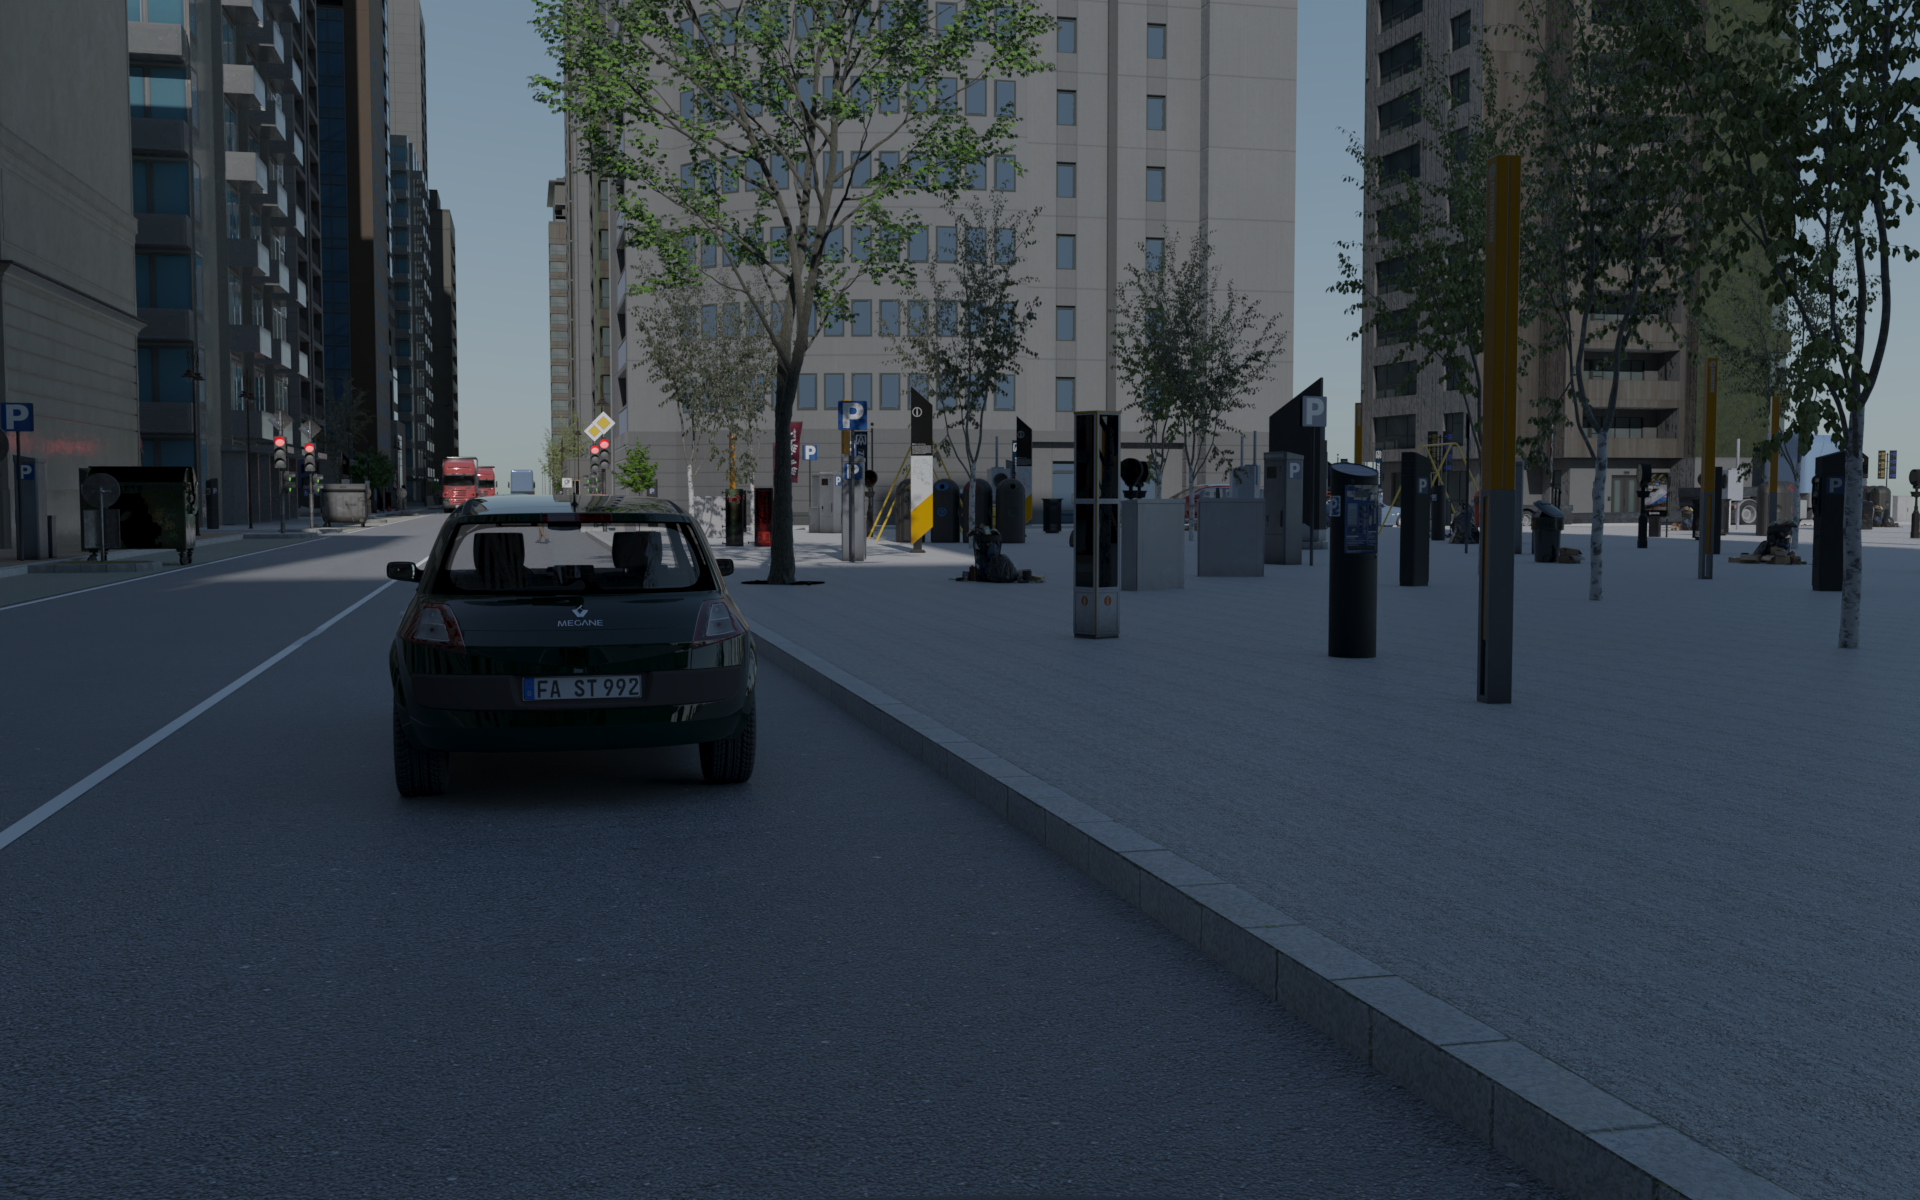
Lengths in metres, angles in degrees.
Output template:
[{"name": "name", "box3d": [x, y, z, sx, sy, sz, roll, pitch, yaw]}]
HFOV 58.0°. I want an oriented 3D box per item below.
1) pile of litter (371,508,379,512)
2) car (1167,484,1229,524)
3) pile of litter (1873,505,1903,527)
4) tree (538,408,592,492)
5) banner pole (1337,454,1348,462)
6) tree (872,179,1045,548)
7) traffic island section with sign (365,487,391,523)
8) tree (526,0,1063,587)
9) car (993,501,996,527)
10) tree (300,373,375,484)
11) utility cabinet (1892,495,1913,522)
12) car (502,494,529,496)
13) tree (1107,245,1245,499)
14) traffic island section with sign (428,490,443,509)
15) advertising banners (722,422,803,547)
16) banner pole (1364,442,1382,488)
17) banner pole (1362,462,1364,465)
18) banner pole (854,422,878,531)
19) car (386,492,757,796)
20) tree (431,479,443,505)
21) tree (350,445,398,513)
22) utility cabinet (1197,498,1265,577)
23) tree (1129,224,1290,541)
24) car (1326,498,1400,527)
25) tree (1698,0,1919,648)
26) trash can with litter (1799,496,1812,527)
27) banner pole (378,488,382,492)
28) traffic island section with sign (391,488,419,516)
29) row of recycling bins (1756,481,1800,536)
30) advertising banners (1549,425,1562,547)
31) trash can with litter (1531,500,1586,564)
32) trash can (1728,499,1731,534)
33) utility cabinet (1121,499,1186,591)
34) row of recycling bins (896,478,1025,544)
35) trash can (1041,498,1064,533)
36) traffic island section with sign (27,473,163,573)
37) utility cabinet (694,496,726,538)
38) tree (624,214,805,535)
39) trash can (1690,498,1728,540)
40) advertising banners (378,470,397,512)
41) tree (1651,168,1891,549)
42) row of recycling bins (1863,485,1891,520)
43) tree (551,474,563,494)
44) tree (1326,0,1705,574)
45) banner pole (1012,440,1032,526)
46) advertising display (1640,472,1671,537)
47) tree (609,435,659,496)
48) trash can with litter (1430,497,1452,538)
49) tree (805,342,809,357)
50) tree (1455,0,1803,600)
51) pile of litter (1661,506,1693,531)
[{"name": "pile of litter", "box3d": [-42.170, -6.682, 123.213, 1.719, 0.858, 1.176, -1, 4, -22]}, {"name": "car", "box3d": [9.540, -3.613, 67.753, 5.304, 1.827, 2.281, -1, 4, -15]}, {"name": "pile of litter", "box3d": [35.516, -3.247, 67.056, 1.176, 0.858, 1.719, -3, 5, -44]}, {"name": "tree", "box3d": [-33.391, -12.068, 147.679, 4.737, 8.622, 4.395, 0, 3, 0]}, {"name": "banner pole", "box3d": [23.680, -7.191, 107.588, 0.863, 3.779, 0.401, 0, 4, -1]}, {"name": "tree", "box3d": [0.197, -5.540, 40.939, 4.360, 8.622, 3.978, 0, 3, 0]}, {"name": "traffic island section with sign", "box3d": [-29.589, -4.743, 86.176, 1.989, 1.847, 2.006, -1, 4, -14]}, {"name": "tree", "box3d": [-2.361, -6.026, 24.274, 9.928, 11.665, 9.643, 0, 3, 0]}, {"name": "car", "box3d": [0.453, -3.508, 67.575, 3.980, 1.641, 2.015, -1, 4, -13]}, {"name": "tree", "box3d": [-37.401, -9.412, 104.240, 4.360, 8.622, 3.978, 0, 3, 0]}, {"name": "utility cabinet", "box3d": [44.126, -4.277, 81.088, 1.020, 1.237, 0.306, -2, 4, -24]}, {"name": "car", "box3d": [-19.778, -4.000, 77.202, 2.131, 1.459, 4.920, -1, 4, -15]}, {"name": "tree", "box3d": [6.233, -6.236, 52.321, 4.737, 8.622, 4.395, 0, 3, 0]}, {"name": "traffic island section with sign", "box3d": [-48.478, -9.337, 161.291, 1.989, 1.847, 2.006, -1, 4, -14]}, {"name": "advertising banners", "box3d": [-4.797, -2.805, 42.051, 2.074, 3.025, 0.090, 1, 4, 13]}, {"name": "banner pole", "box3d": [19.937, -5.686, 82.989, 0.863, 3.779, 0.401, -3, 4, -36]}, {"name": "banner pole", "box3d": [22.737, -6.561, 97.297, 0.401, 3.779, 0.863, 3, 5, 41]}, {"name": "banner pole", "box3d": [-3.295, -4.313, 60.538, 0.863, 3.779, 0.401, 0, 4, 2]}, {"name": "car", "box3d": [-2.210, 0.002, 9.752, 2.009, 1.686, 4.222, -1, 4, -14]}, {"name": "tree", "box3d": [-65.783, -13.613, 217.172, 1.663, 3.219, 1.824, 0, 3, 0]}, {"name": "tree", "box3d": [-39.338, -8.089, 115.967, 4.285, 4.588, 4.351, 0, 3, 0]}, {"name": "utility cabinet", "box3d": [4.216, -0.969, 27.000, 1.020, 1.237, 0.306, 0, 4, 4]}, {"name": "tree", "box3d": [6.480, -5.917, 47.111, 4.360, 8.622, 3.978, 0, 3, 0]}, {"name": "car", "box3d": [16.487, -3.614, 71.094, 4.499, 1.417, 2.014, -1, 4, -12]}, {"name": "tree", "box3d": [7.204, -3.910, 14.290, 4.737, 8.622, 4.395, 0, 3, 0]}, {"name": "trash can with litter", "box3d": [33.755, -3.558, 69.236, 2.233, 1.210, 1.678, -1, 4, -20]}, {"name": "banner pole", "box3d": [-43.385, -8.532, 129.514, 0.863, 3.779, 0.401, 2, 4, 33]}, {"name": "traffic island section with sign", "box3d": [-36.239, -6.359, 112.599, 1.989, 1.847, 2.006, -1, 4, -14]}, {"name": "row of recycling bins", "box3d": [25.452, -2.866, 53.965, 1.069, 1.692, 3.534, 2, 4, 33]}, {"name": "advertising banners", "box3d": [13.977, -2.722, 40.690, 0.090, 3.025, 2.074, 1, 4, 13]}, {"name": "trash can with litter", "box3d": [11.182, -1.279, 32.292, 0.624, 1.170, 1.055, -2, 4, -33]}, {"name": "trash can", "box3d": [23.399, -2.555, 53.427, 0.748, 1.137, 0.748, 0, 3, 0]}, {"name": "utility cabinet", "box3d": [2.591, -0.741, 23.273, 1.020, 1.237, 0.306, -3, 5, -44]}, {"name": "row of recycling bins", "box3d": [-0.001, -2.355, 45.614, 3.534, 1.692, 1.069, 1, 4, 13]}, {"name": "trash can", "box3d": [3.018, -2.751, 56.630, 0.748, 1.137, 0.748, 0, 3, 0]}, {"name": "traffic island section with sign", "box3d": [-16.019, -1.442, 32.201, 1.989, 1.847, 2.006, -1, 4, -14]}, {"name": "utility cabinet", "box3d": [-7.377, -2.416, 50.661, 1.020, 1.237, 0.306, -1, 4, -16]}, {"name": "tree", "box3d": [-7.006, -5.834, 45.755, 4.360, 8.622, 3.978, 0, 3, 0]}, {"name": "trash can", "box3d": [20.615, -2.221, 47.962, 0.748, 1.137, 0.748, 0, 3, 0]}, {"name": "advertising banners", "box3d": [-42.103, -8.036, 127.572, 0.090, 3.025, 2.074, 1, 4, 22]}, {"name": "tree", "box3d": [19.331, -5.502, 40.319, 4.360, 8.622, 3.978, 0, 3, 0]}, {"name": "row of recycling bins", "box3d": [44.184, -4.721, 84.295, 1.069, 1.692, 3.534, 0, 4, 3]}, {"name": "tree", "box3d": [-35.373, -9.757, 154.126, 1.663, 3.219, 1.824, 0, 3, 0]}, {"name": "tree", "box3d": [8.131, -4.708, 27.335, 4.737, 8.622, 4.395, 0, 3, 0]}, {"name": "banner pole", "box3d": [2.514, -4.930, 70.627, 0.863, 3.779, 0.401, 1, 4, 10]}, {"name": "advertising display", "box3d": [20.734, -2.840, 51.643, 0.123, 1.923, 0.974, -2, 4, -30]}, {"name": "tree", "box3d": [-10.762, -3.836, 57.327, 1.663, 3.219, 1.824, 0, 3, 0]}, {"name": "trash can with litter", "box3d": [14.513, -2.421, 50.636, 2.233, 1.210, 1.678, 0, 4, -1]}, {"name": "tree", "box3d": [-6.670, -6.309, 53.512, 4.360, 8.622, 3.978, 0, 3, 0]}, {"name": "tree", "box3d": [7.872, -4.311, 20.845, 4.360, 8.622, 3.978, 0, 3, 0]}, {"name": "pile of litter", "box3d": [25.499, -2.864, 60.791, 1.719, 0.858, 1.176, 3, 4, 37]}]
